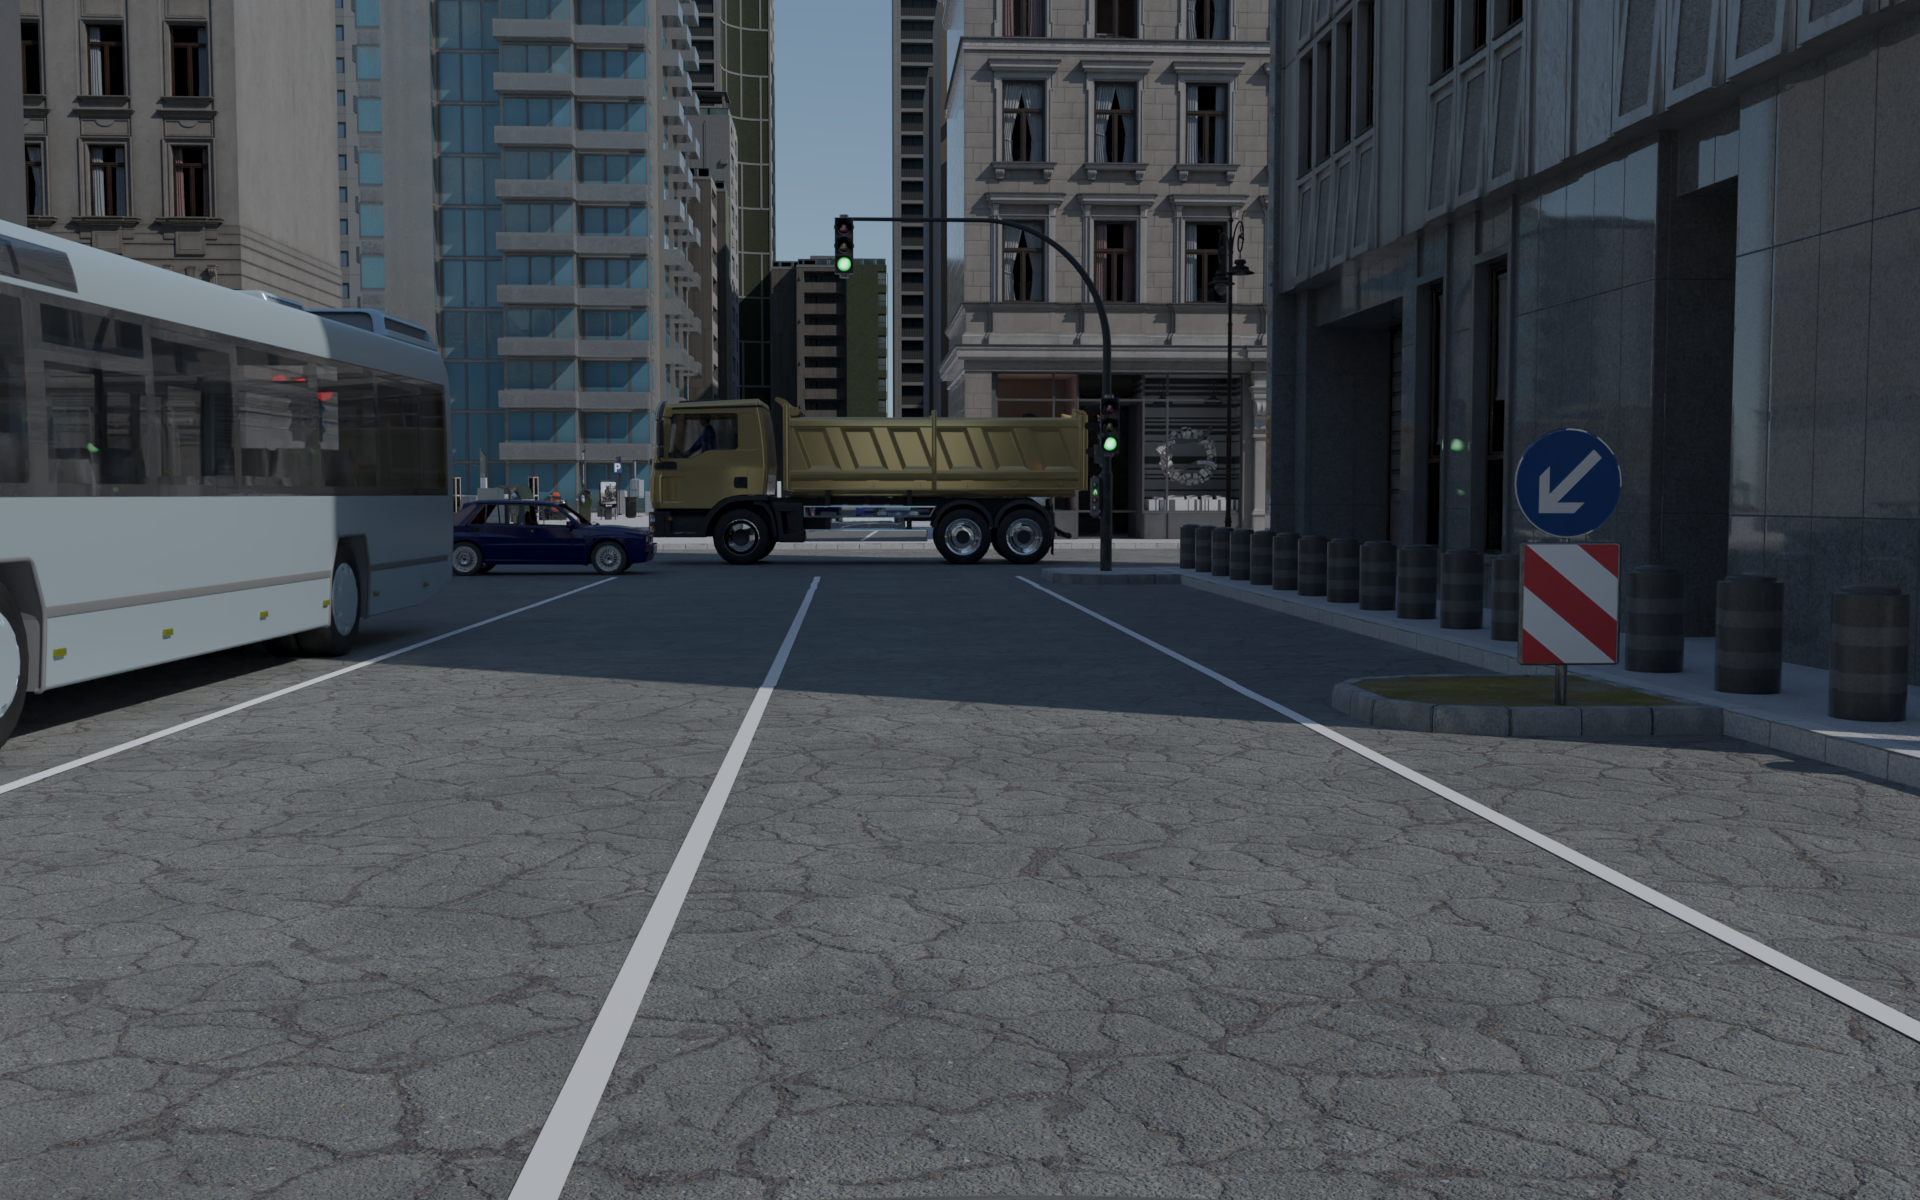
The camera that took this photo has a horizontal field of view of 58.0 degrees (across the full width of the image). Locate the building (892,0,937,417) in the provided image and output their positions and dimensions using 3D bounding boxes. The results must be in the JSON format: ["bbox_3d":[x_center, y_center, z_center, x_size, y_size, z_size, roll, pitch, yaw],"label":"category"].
[{"bbox_3d":[1.952,-47.550,215.689,20.611,71.187,20.563,0,4,-3],"label":"building"}]

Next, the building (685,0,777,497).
[{"bbox_3d":[-33.485,-47.431,213.745,20.611,71.187,20.563,0,4,-3],"label":"building"}]

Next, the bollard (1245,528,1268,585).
[{"bbox_3d":[4.318,-0.601,24.548,0.404,0.777,0.398,0,3,0],"label":"bollard"}]

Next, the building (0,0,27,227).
[{"bbox_3d":[-25.269,-13.779,18.801,24.014,27.812,14.314,0,4,-3],"label":"building"}]

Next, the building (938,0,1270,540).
[{"bbox_3d":[1.142,-12.307,52.130,40.483,20.767,10.553,0,4,-3],"label":"building"}]

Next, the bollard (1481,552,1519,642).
[{"bbox_3d":[4.881,-0.031,15.230,0.404,0.777,0.398,0,3,0],"label":"bollard"}]

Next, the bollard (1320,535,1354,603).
[{"bbox_3d":[4.560,-0.357,20.546,0.404,0.777,0.398,0,3,0],"label":"bollard"}]

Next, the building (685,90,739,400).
[{"bbox_3d":[-29.944,-30.238,177.989,14.086,41.232,14.154,0,4,-3],"label":"building"}]

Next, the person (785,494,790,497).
[{"bbox_3d":[-15.222,-8.572,151.848,0.799,1.438,0.628,0,4,4],"label":"person"}]

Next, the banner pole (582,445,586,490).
[{"bbox_3d":[-18.946,-5.952,87.335,0.401,3.779,0.863,0,3,0],"label":"banner pole"}]

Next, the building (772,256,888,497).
[{"bbox_3d":[-15.966,-26.983,212.866,14.107,30.474,14.160,0,4,-3],"label":"building"}]

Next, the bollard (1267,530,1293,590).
[{"bbox_3d":[4.395,-0.520,23.218,0.404,0.777,0.398,0,3,0],"label":"bollard"}]

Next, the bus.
[{"bbox_3d":[-6.552,-1.052,12.054,2.948,3.499,13.247,0,4,-2],"label":"bus"}]

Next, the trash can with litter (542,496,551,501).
[{"bbox_3d":[-22.461,-5.054,94.023,0.624,1.170,1.055,1,4,19],"label":"trash can with litter"}]

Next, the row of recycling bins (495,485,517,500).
[{"bbox_3d":[-20.917,-4.478,80.333,1.069,1.692,3.534,-2,4,-26],"label":"row of recycling bins"}]

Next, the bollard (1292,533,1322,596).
[{"bbox_3d":[4.476,-0.439,21.894,0.404,0.777,0.398,0,3,0],"label":"bollard"}]

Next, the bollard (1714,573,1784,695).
[{"bbox_3d":[5.123,0.212,11.247,0.404,0.777,0.398,0,3,0],"label":"bollard"}]

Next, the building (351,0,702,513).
[{"bbox_3d":[-31.359,-31.193,129.617,23.786,49.044,30.456,0,4,-3],"label":"building"}]

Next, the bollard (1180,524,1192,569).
[{"bbox_3d":[3.992,-0.927,29.869,0.404,0.777,0.398,0,3,0],"label":"bollard"}]

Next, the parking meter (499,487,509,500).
[{"bbox_3d":[-17.474,-3.548,66.419,0.372,1.533,0.369,0,3,0],"label":"parking meter"}]

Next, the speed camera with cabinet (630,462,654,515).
[{"bbox_3d":[-19.033,-6.782,105.218,2.038,3.252,0.660,1,4,21],"label":"speed camera with cabinet"}]

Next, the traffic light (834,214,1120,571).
[{"bbox_3d":[0.326,-3.295,28.545,4.771,5.953,1.251,0,4,-3],"label":"traffic light"}]

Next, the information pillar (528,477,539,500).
[{"bbox_3d":[-18.298,-4.271,74.324,0.304,2.012,0.304,2,4,28],"label":"information pillar"}]

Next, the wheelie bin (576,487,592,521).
[{"bbox_3d":[-17.011,-4.314,78.444,0.693,1.594,0.980,-1,4,-22],"label":"wheelie bin"}]

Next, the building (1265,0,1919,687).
[{"bbox_3d":[11.574,-12.234,18.053,12.078,24.808,19.932,0,4,-3],"label":"building"}]

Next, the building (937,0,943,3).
[{"bbox_3d":[4.875,-30.628,150.886,14.600,45.320,14.200,0,4,-3],"label":"building"}]

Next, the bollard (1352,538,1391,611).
[{"bbox_3d":[4.639,-0.275,19.218,0.404,0.777,0.398,0,3,0],"label":"bollard"}]

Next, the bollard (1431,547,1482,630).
[{"bbox_3d":[4.801,-0.113,16.566,0.404,0.777,0.398,0,3,0],"label":"bollard"}]

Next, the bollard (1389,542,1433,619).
[{"bbox_3d":[4.721,-0.194,17.889,0.404,0.777,0.398,0,3,0],"label":"bollard"}]

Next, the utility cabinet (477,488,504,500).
[{"bbox_3d":[-17.280,-3.374,63.851,1.173,1.500,0.318,3,4,36],"label":"utility cabinet"}]

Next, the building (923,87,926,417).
[{"bbox_3d":[3.379,-32.396,179.792,14.600,45.320,14.200,0,4,-3],"label":"building"}]

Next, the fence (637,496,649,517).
[{"bbox_3d":[-17.371,-5.234,96.784,2.264,1.192,0.480,3,5,45],"label":"fence"}]

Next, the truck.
[{"bbox_3d":[-2.342,-2.458,36.110,9.791,3.379,3.469,0,4,-2],"label":"truck"}]

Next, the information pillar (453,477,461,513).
[{"bbox_3d":[-22.279,-4.408,76.555,0.304,2.012,0.304,2,4,29],"label":"information pillar"}]

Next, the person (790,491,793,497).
[{"bbox_3d":[-14.612,-8.622,150.388,0.530,1.710,0.541,2,4,35],"label":"person"}]

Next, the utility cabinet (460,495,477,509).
[{"bbox_3d":[-21.418,-3.990,76.390,1.020,1.237,0.306,0,4,3],"label":"utility cabinet"}]

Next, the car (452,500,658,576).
[{"bbox_3d":[-7.445,-1.138,31.188,3.894,1.354,1.945,0,4,-5],"label":"car"}]

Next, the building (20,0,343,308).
[{"bbox_3d":[-28.314,-12.293,50.148,18.267,20.994,9.793,0,4,-3],"label":"building"}]

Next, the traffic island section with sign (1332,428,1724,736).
[{"bbox_3d":[3.513,-0.158,11.210,1.989,1.847,2.006,0,4,-3],"label":"traffic island section with sign"}]

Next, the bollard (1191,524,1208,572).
[{"bbox_3d":[4.081,-0.845,28.540,0.404,0.777,0.398,0,3,0],"label":"bollard"}]

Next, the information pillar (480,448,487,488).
[{"bbox_3d":[-24.355,-5.944,88.536,0.504,3.616,0.183,3,5,41],"label":"information pillar"}]

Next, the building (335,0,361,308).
[{"bbox_3d":[-51.476,-38.554,172.363,28.212,58.520,21.231,0,4,-3],"label":"building"}]

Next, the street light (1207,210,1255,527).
[{"bbox_3d":[4.444,-3.412,28.570,0.468,5.910,1.993,0,4,-3],"label":"street light"}]

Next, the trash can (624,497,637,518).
[{"bbox_3d":[-17.572,-4.943,92.468,0.748,1.137,0.748,0,3,0],"label":"trash can"}]

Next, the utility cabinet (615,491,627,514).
[{"bbox_3d":[-21.396,-6.094,108.311,1.173,1.500,0.318,1,4,19],"label":"utility cabinet"}]

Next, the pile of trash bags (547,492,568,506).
[{"bbox_3d":[-20.137,-4.591,84.817,1.912,1.369,3.447,-2,4,-27],"label":"pile of trash bags"}]

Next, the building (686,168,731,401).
[{"bbox_3d":[-27.786,-23.301,152.679,14.160,30.474,14.107,0,4,-3],"label":"building"}]

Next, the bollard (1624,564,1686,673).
[{"bbox_3d":[5.044,0.131,12.571,0.404,0.777,0.398,0,3,0],"label":"bollard"}]

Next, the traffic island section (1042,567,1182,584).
[{"bbox_3d":[2.449,-0.407,28.928,2.009,0.180,2.903,0,4,-3],"label":"traffic island section"}]

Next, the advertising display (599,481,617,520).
[{"bbox_3d":[-17.498,-4.947,86.103,0.123,1.923,0.974,3,5,43],"label":"advertising display"}]

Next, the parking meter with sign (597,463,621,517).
[{"bbox_3d":[-19.734,-6.170,97.145,1.738,3.016,0.543,3,5,42],"label":"parking meter with sign"}]

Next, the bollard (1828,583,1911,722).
[{"bbox_3d":[5.202,0.294,9.913,0.404,0.777,0.398,0,3,0],"label":"bollard"}]

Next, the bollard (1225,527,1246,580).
[{"bbox_3d":[4.236,-0.683,25.884,0.404,0.777,0.398,0,3,0],"label":"bollard"}]

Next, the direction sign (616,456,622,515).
[{"bbox_3d":[-20.558,-6.877,104.429,0.379,3.537,0.876,-2,4,-27],"label":"direction sign"}]

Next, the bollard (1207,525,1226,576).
[{"bbox_3d":[4.158,-0.764,27.211,0.404,0.777,0.398,0,3,0],"label":"bollard"}]
